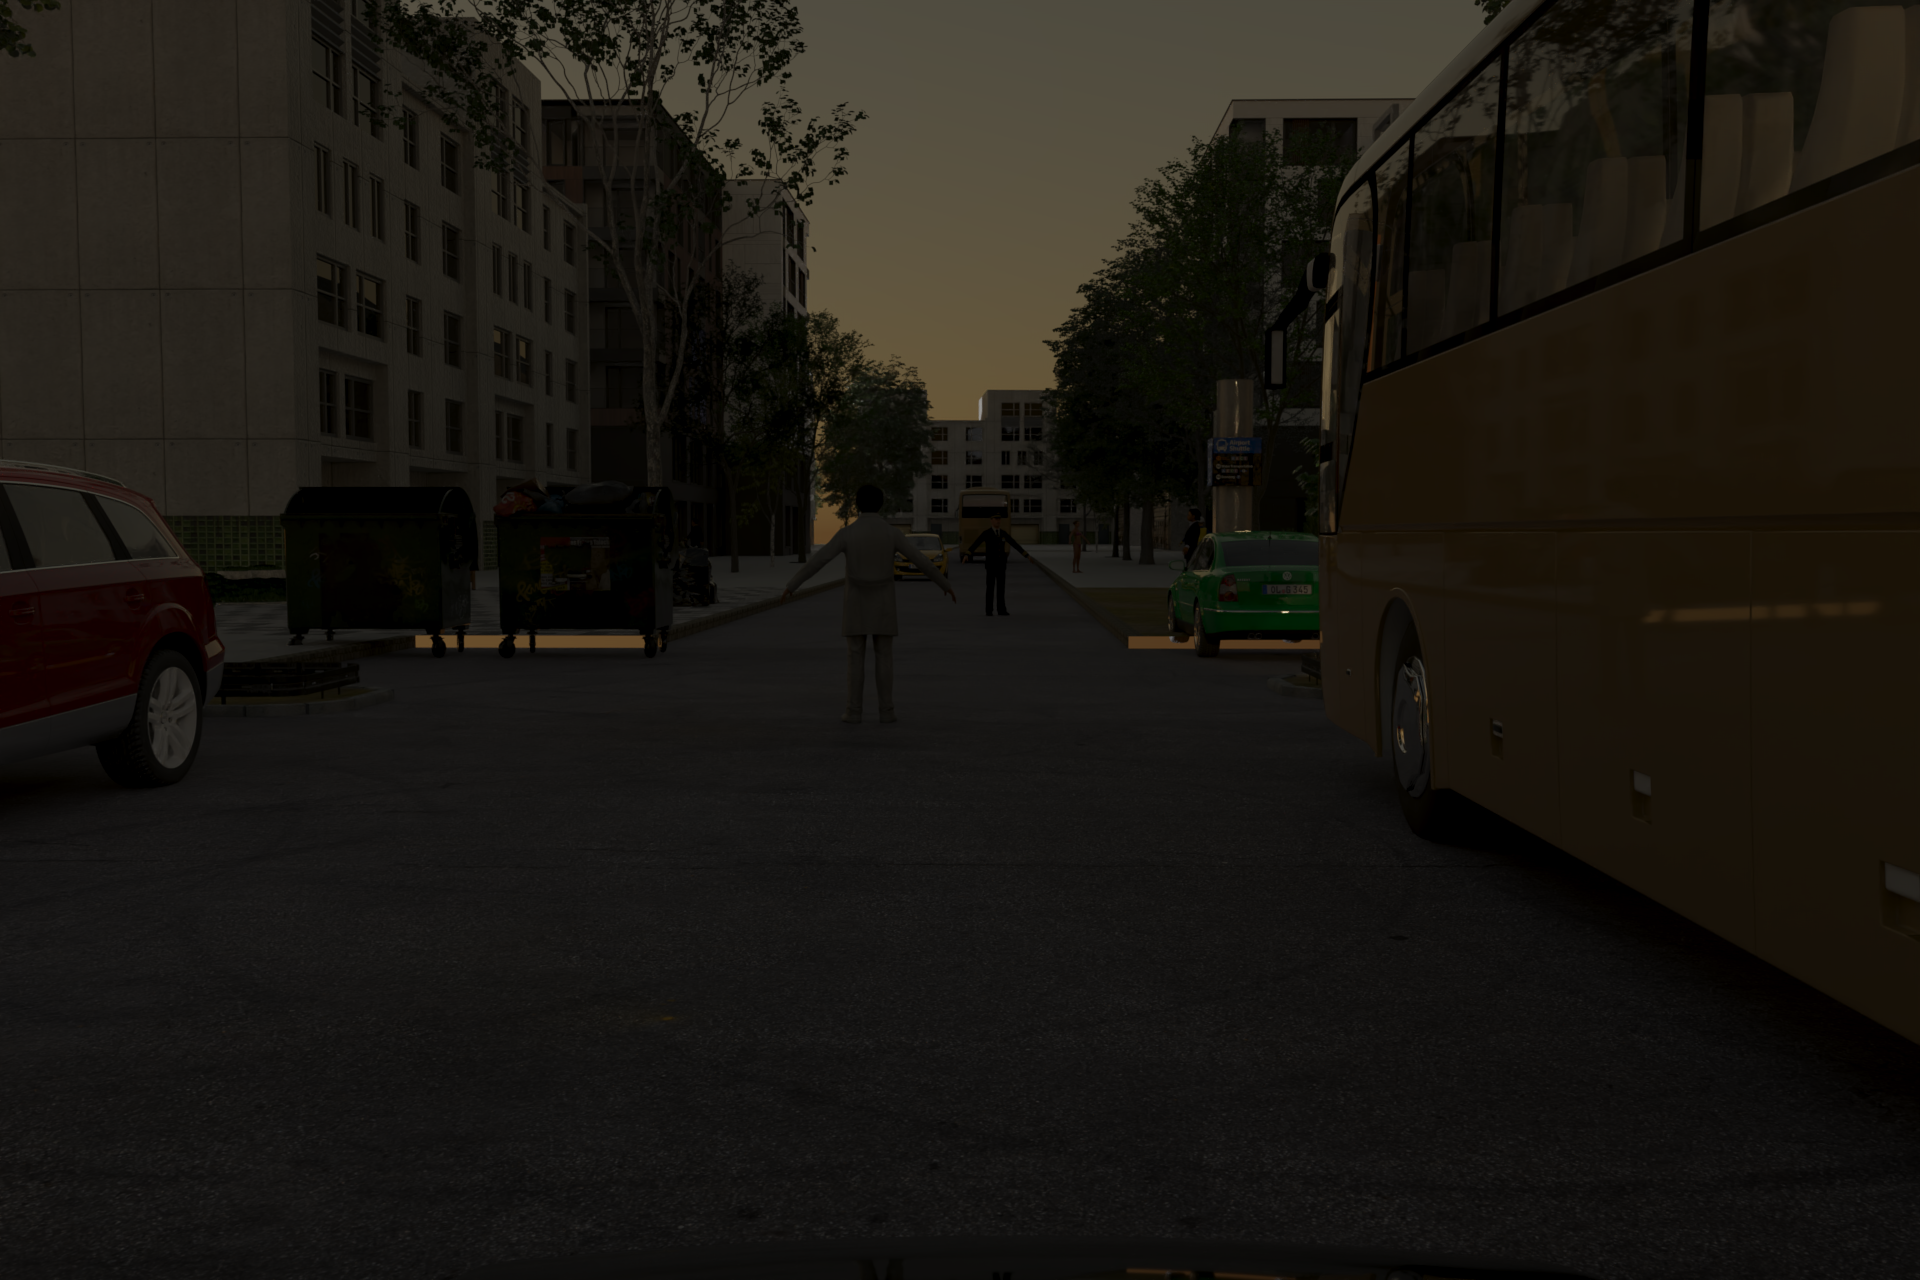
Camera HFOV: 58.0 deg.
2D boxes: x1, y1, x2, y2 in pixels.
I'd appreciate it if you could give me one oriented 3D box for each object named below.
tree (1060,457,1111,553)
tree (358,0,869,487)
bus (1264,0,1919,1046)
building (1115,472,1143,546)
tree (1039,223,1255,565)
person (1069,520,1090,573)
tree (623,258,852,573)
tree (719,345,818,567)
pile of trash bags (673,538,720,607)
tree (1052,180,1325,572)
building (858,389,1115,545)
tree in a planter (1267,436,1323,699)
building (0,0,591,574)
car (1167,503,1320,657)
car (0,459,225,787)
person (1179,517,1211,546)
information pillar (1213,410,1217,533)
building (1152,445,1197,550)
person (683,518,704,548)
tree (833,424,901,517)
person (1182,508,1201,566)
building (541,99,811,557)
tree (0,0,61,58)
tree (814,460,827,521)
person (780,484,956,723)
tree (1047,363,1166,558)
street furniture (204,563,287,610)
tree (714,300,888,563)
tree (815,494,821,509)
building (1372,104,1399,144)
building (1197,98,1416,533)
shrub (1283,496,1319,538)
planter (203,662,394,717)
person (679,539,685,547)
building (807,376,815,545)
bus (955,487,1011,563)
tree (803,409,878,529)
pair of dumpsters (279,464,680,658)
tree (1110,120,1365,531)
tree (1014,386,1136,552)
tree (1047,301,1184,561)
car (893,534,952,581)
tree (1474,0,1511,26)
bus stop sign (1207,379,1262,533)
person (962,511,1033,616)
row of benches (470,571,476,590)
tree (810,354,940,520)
[{"bbox_3d":[9.064,-10.165,116.562,4.737,8.622,4.395,0,3,0],"label":"tree"},{"bbox_3d":[-8.466,-11.366,41.726,12.611,20.169,13.585,0,3,0],"label":"tree"},{"bbox_3d":[3.273,-0.815,4.877,2.896,3.916,12.252,0,4,1],"label":"bus"},{"bbox_3d":[27.171,-22.091,192.110,19.493,23.208,18.063,0,4,1],"label":"building"},{"bbox_3d":[7.963,-10.154,72.681,9.857,13.997,8.962,0,3,0],"label":"tree"},{"bbox_3d":[3.931,-3.085,57.239,0.721,1.733,1.217,3,4,36],"label":"person"},{"bbox_3d":[-7.422,-7.554,57.923,8.767,10.594,7.601,1,4,13],"label":"tree"},{"bbox_3d":[-7.356,-7.151,67.288,4.737,8.622,4.395,0,3,0],"label":"tree"},{"bbox_3d":[-5.373,-1.275,30.591,1.912,1.369,3.447,0,4,3],"label":"pile of trash bags"},{"bbox_3d":[8.273,-9.040,58.180,12.009,13.543,11.850,0,3,0],"label":"tree"},{"bbox_3d":[2.907,-21.398,218.765,31.486,18.905,16.747,0,4,-3],"label":"building"},{"bbox_3d":[3.856,-1.131,15.707,1.991,3.239,1.994,0,4,1],"label":"tree in a planter"},{"bbox_3d":[-24.929,-11.829,59.864,16.747,18.905,31.486,0,4,2],"label":"building"},{"bbox_3d":[3.644,-0.776,21.484,1.959,1.807,4.718,0,4,0],"label":"car"},{"bbox_3d":[-5.523,0.017,8.393,2.281,1.827,5.304,0,4,1],"label":"car"},{"bbox_3d":[6.835,-2.617,49.257,1.216,1.772,0.721,0,4,3],"label":"person"},{"bbox_3d":[4.935,-2.519,32.504,0.184,3.620,1.656,0,4,1],"label":"information pillar"},{"bbox_3d":[25.811,-19.122,143.580,19.493,23.208,18.063,0,4,1],"label":"building"},{"bbox_3d":[-9.017,-3.234,58.818,0.705,1.837,1.347,1,4,21],"label":"person"},{"bbox_3d":[-6.788,-9.988,113.661,4.360,8.622,3.978,0,3,0],"label":"tree"},{"bbox_3d":[4.092,-1.486,31.023,0.721,1.740,1.216,1,4,12],"label":"person"},{"bbox_3d":[-24.246,-15.551,98.235,27.936,21.610,32.646,0,4,2],"label":"building"},{"bbox_3d":[-11.789,-6.525,13.344,9.857,13.997,8.962,0,3,0],"label":"tree"},{"bbox_3d":[-19.899,-18.045,213.156,7.486,12.596,7.792,0,3,0],"label":"tree"},{"bbox_3d":[-0.689,-0.278,13.187,1.347,1.806,0.705,0,4,-6],"label":"person"},{"bbox_3d":[8.468,-10.327,94.600,9.928,11.665,9.643,0,3,0],"label":"tree"},{"bbox_3d":[-14.146,-1.073,33.167,5.734,0.657,10.072,1,4,16],"label":"street furniture"},{"bbox_3d":[-6.996,-9.219,76.494,9.928,11.665,9.643,0,3,0],"label":"tree"},{"bbox_3d":[-19.605,-16.498,220.097,4.737,8.622,4.395,0,3,0],"label":"tree"},{"bbox_3d":[23.630,-13.523,77.528,16.016,20.090,11.380,0,4,1],"label":"building"},{"bbox_3d":[27.153,-15.518,97.697,27.936,21.610,32.646,0,4,2],"label":"building"},{"bbox_3d":[5.894,-1.456,27.845,1.661,2.075,1.752,0,3,0],"label":"shrub"},{"bbox_3d":[-5.903,0.404,14.531,1.991,0.319,1.994,0,4,1],"label":"planter"},{"bbox_3d":[-8.464,-2.626,49.069,1.346,1.812,0.704,1,4,11],"label":"person"},{"bbox_3d":[-22.160,-20.305,188.414,16.016,20.090,11.380,0,4,2],"label":"building"},{"bbox_3d":[1.193,-6.007,89.766,2.896,3.916,12.252,0,3,0],"label":"bus"},{"bbox_3d":[-6.124,-8.948,96.669,4.360,8.622,3.978,0,3,0],"label":"tree"},{"bbox_3d":[-5.614,-0.946,20.420,4.436,2.255,1.574,0,4,1],"label":"pair of dumpsters"},{"bbox_3d":[7.409,-7.145,42.573,9.928,11.665,9.643,0,3,0],"label":"tree"},{"bbox_3d":[9.202,-13.187,125.975,12.009,13.543,11.850,0,3,0],"label":"tree"},{"bbox_3d":[8.117,-10.107,83.381,7.486,12.596,7.792,0,3,0],"label":"tree"},{"bbox_3d":[-1.239,-2.685,54.131,2.015,1.641,3.980,0,4,1],"label":"car"},{"bbox_3d":[10.169,-6.988,20.914,9.857,13.997,8.962,0,3,0],"label":"tree"},{"bbox_3d":[4.714,-2.493,29.785,0.837,3.901,0.837,0,4,2],"label":"bus stop sign"},{"bbox_3d":[0.642,-1.350,30.467,1.347,1.837,0.705,-1,4,-22],"label":"person"},{"bbox_3d":[-12.442,-1.554,40.871,1.422,0.672,4.104,-3,4,-36],"label":"row of benches"},{"bbox_3d":[-6.297,-13.268,123.591,9.857,13.997,8.962,0,3,0],"label":"tree"}]
